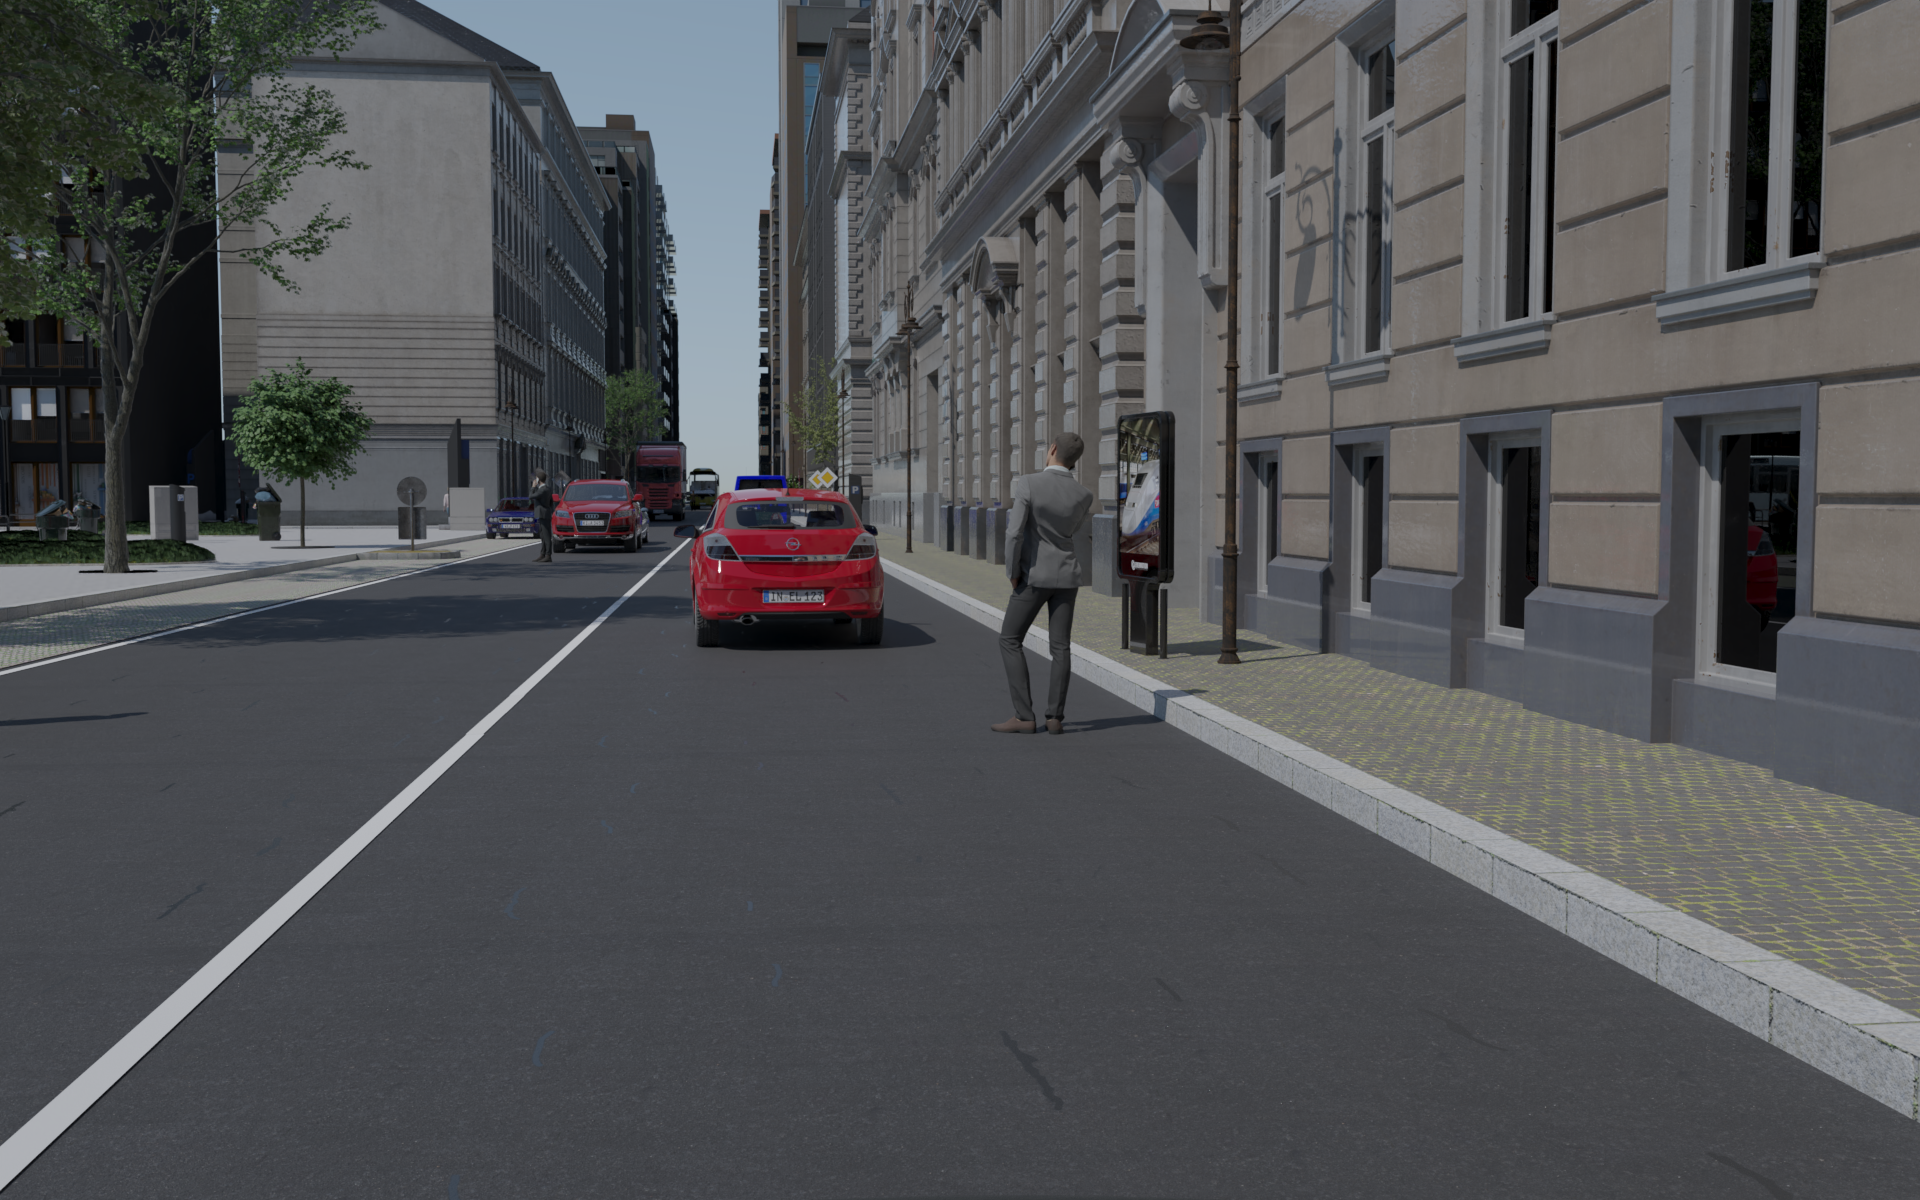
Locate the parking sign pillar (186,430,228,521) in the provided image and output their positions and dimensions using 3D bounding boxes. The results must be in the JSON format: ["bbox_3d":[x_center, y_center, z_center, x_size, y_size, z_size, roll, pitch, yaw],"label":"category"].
[{"bbox_3d":[-31.676,-5.125,72.263,1.447,3.967,1.447,1,4,12],"label":"parking sign pillar"}]

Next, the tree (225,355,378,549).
[{"bbox_3d":[-15.571,-3.501,40.960,4.285,4.588,4.351,0,3,0],"label":"tree"}]

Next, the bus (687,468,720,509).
[{"bbox_3d":[-24.337,-10.611,165.034,2.896,3.916,12.252,0,4,-6],"label":"bus"}]

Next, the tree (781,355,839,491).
[{"bbox_3d":[-6.776,-8.483,89.053,4.737,8.622,4.395,0,3,0],"label":"tree"}]

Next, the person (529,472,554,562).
[{"bbox_3d":[-8.801,-1.744,36.378,0.474,1.900,0.648,0,4,-7],"label":"person"}]

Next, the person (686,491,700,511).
[{"bbox_3d":[-22.784,-8.481,147.880,1.217,1.735,0.721,-1,4,-21],"label":"person"}]

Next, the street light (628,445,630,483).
[{"bbox_3d":[-28.102,-10.648,146.878,0.468,5.910,1.993,0,4,-7],"label":"street light"}]

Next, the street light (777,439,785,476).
[{"bbox_3d":[-14.972,-10.612,146.296,0.468,5.910,1.993,0,4,-7],"label":"street light"}]

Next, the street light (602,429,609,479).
[{"bbox_3d":[-24.758,-9.068,121.047,0.468,5.910,1.993,0,4,-7],"label":"street light"}]

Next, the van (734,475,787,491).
[{"bbox_3d":[-6.781,-3.339,58.973,2.240,2.365,5.245,0,4,-7],"label":"van"}]

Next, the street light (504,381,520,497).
[{"bbox_3d":[-18.364,-6.014,71.121,0.468,5.910,1.993,0,4,-7],"label":"street light"}]

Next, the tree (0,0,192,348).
[{"bbox_3d":[-11.074,-6.016,16.486,7.486,12.596,7.792,0,3,0],"label":"tree"}]

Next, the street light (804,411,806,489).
[{"bbox_3d":[-8.625,-7.577,96.665,0.468,5.910,1.993,0,4,-7],"label":"street light"}]

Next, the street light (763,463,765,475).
[{"bbox_3d":[-24.668,-15.257,222.238,0.468,5.910,1.993,0,4,-7],"label":"street light"}]

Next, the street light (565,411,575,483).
[{"bbox_3d":[-21.660,-7.550,96.224,0.468,5.910,1.993,0,4,-7],"label":"street light"}]

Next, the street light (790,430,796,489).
[{"bbox_3d":[-11.675,-9.089,121.394,0.468,5.910,1.993,0,4,-7],"label":"street light"}]

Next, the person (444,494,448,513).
[{"bbox_3d":[-19.444,-3.507,66.516,0.731,1.740,0.598,-1,4,-18],"label":"person"}]

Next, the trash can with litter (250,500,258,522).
[{"bbox_3d":[-23.802,-2.923,59.172,0.624,1.170,1.055,-1,4,-21],"label":"trash can with litter"}]

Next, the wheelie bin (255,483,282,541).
[{"bbox_3d":[-18.975,-2.423,47.518,0.693,1.594,0.980,-2,4,-25],"label":"wheelie bin"}]

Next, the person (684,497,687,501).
[{"bbox_3d":[-35.142,-12.993,221.618,0.721,1.739,1.217,0,4,5],"label":"person"}]

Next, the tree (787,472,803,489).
[{"bbox_3d":[-14.677,-9.512,150.124,1.663,3.219,1.824,0,3,0],"label":"tree"}]

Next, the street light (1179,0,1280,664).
[{"bbox_3d":[2.041,-2.457,12.953,0.468,5.910,1.993,0,4,-7],"label":"street light"}]

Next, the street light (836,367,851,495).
[{"bbox_3d":[-4.253,-5.523,63.083,0.468,5.910,1.993,0,4,-7],"label":"street light"}]

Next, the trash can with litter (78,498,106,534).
[{"bbox_3d":[-24.409,-2.296,48.934,0.624,1.170,1.055,2,4,32],"label":"trash can with litter"}]

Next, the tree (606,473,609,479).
[{"bbox_3d":[-27.351,-8.478,133.211,1.663,3.219,1.824,0,3,0],"label":"tree"}]

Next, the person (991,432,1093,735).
[{"bbox_3d":[0.493,-0.105,10.401,0.592,1.802,0.473,-1,4,-10],"label":"person"}]

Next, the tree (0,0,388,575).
[{"bbox_3d":[-13.592,-6.250,27.946,9.928,11.665,9.643,0,3,0],"label":"tree"}]

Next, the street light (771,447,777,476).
[{"bbox_3d":[-18.215,-12.189,172.084,0.468,5.910,1.993,0,4,-7],"label":"street light"}]

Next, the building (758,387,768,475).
[{"bbox_3d":[-19.992,-27.357,292.327,27.650,21.520,28.899,0,4,-7],"label":"building"}]

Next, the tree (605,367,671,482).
[{"bbox_3d":[-27.217,-13.174,141.150,9.928,11.665,9.643,0,3,0],"label":"tree"}]

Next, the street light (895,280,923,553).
[{"bbox_3d":[-1.111,-3.968,37.669,0.468,5.910,1.993,0,4,-7],"label":"street light"}]

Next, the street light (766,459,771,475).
[{"bbox_3d":[-21.444,-13.701,196.791,0.468,5.910,1.993,0,4,-7],"label":"street light"}]

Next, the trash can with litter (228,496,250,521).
[{"bbox_3d":[-33.559,-4.237,80.670,0.624,1.170,1.055,1,4,21],"label":"trash can with litter"}]

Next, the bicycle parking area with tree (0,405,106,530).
[{"bbox_3d":[-33.460,-4.253,56.545,8.231,4.147,9.016,1,4,19],"label":"bicycle parking area with tree"}]

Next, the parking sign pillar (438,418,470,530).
[{"bbox_3d":[-18.045,-4.516,62.306,1.447,3.967,1.447,-2,4,-32],"label":"parking sign pillar"}]

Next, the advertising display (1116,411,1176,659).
[{"bbox_3d":[1.477,-0.528,13.852,0.123,1.923,0.974,-1,4,-15],"label":"advertising display"}]

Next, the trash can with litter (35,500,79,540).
[{"bbox_3d":[-18.182,-1.400,34.275,0.624,1.170,1.055,3,5,40],"label":"trash can with litter"}]
